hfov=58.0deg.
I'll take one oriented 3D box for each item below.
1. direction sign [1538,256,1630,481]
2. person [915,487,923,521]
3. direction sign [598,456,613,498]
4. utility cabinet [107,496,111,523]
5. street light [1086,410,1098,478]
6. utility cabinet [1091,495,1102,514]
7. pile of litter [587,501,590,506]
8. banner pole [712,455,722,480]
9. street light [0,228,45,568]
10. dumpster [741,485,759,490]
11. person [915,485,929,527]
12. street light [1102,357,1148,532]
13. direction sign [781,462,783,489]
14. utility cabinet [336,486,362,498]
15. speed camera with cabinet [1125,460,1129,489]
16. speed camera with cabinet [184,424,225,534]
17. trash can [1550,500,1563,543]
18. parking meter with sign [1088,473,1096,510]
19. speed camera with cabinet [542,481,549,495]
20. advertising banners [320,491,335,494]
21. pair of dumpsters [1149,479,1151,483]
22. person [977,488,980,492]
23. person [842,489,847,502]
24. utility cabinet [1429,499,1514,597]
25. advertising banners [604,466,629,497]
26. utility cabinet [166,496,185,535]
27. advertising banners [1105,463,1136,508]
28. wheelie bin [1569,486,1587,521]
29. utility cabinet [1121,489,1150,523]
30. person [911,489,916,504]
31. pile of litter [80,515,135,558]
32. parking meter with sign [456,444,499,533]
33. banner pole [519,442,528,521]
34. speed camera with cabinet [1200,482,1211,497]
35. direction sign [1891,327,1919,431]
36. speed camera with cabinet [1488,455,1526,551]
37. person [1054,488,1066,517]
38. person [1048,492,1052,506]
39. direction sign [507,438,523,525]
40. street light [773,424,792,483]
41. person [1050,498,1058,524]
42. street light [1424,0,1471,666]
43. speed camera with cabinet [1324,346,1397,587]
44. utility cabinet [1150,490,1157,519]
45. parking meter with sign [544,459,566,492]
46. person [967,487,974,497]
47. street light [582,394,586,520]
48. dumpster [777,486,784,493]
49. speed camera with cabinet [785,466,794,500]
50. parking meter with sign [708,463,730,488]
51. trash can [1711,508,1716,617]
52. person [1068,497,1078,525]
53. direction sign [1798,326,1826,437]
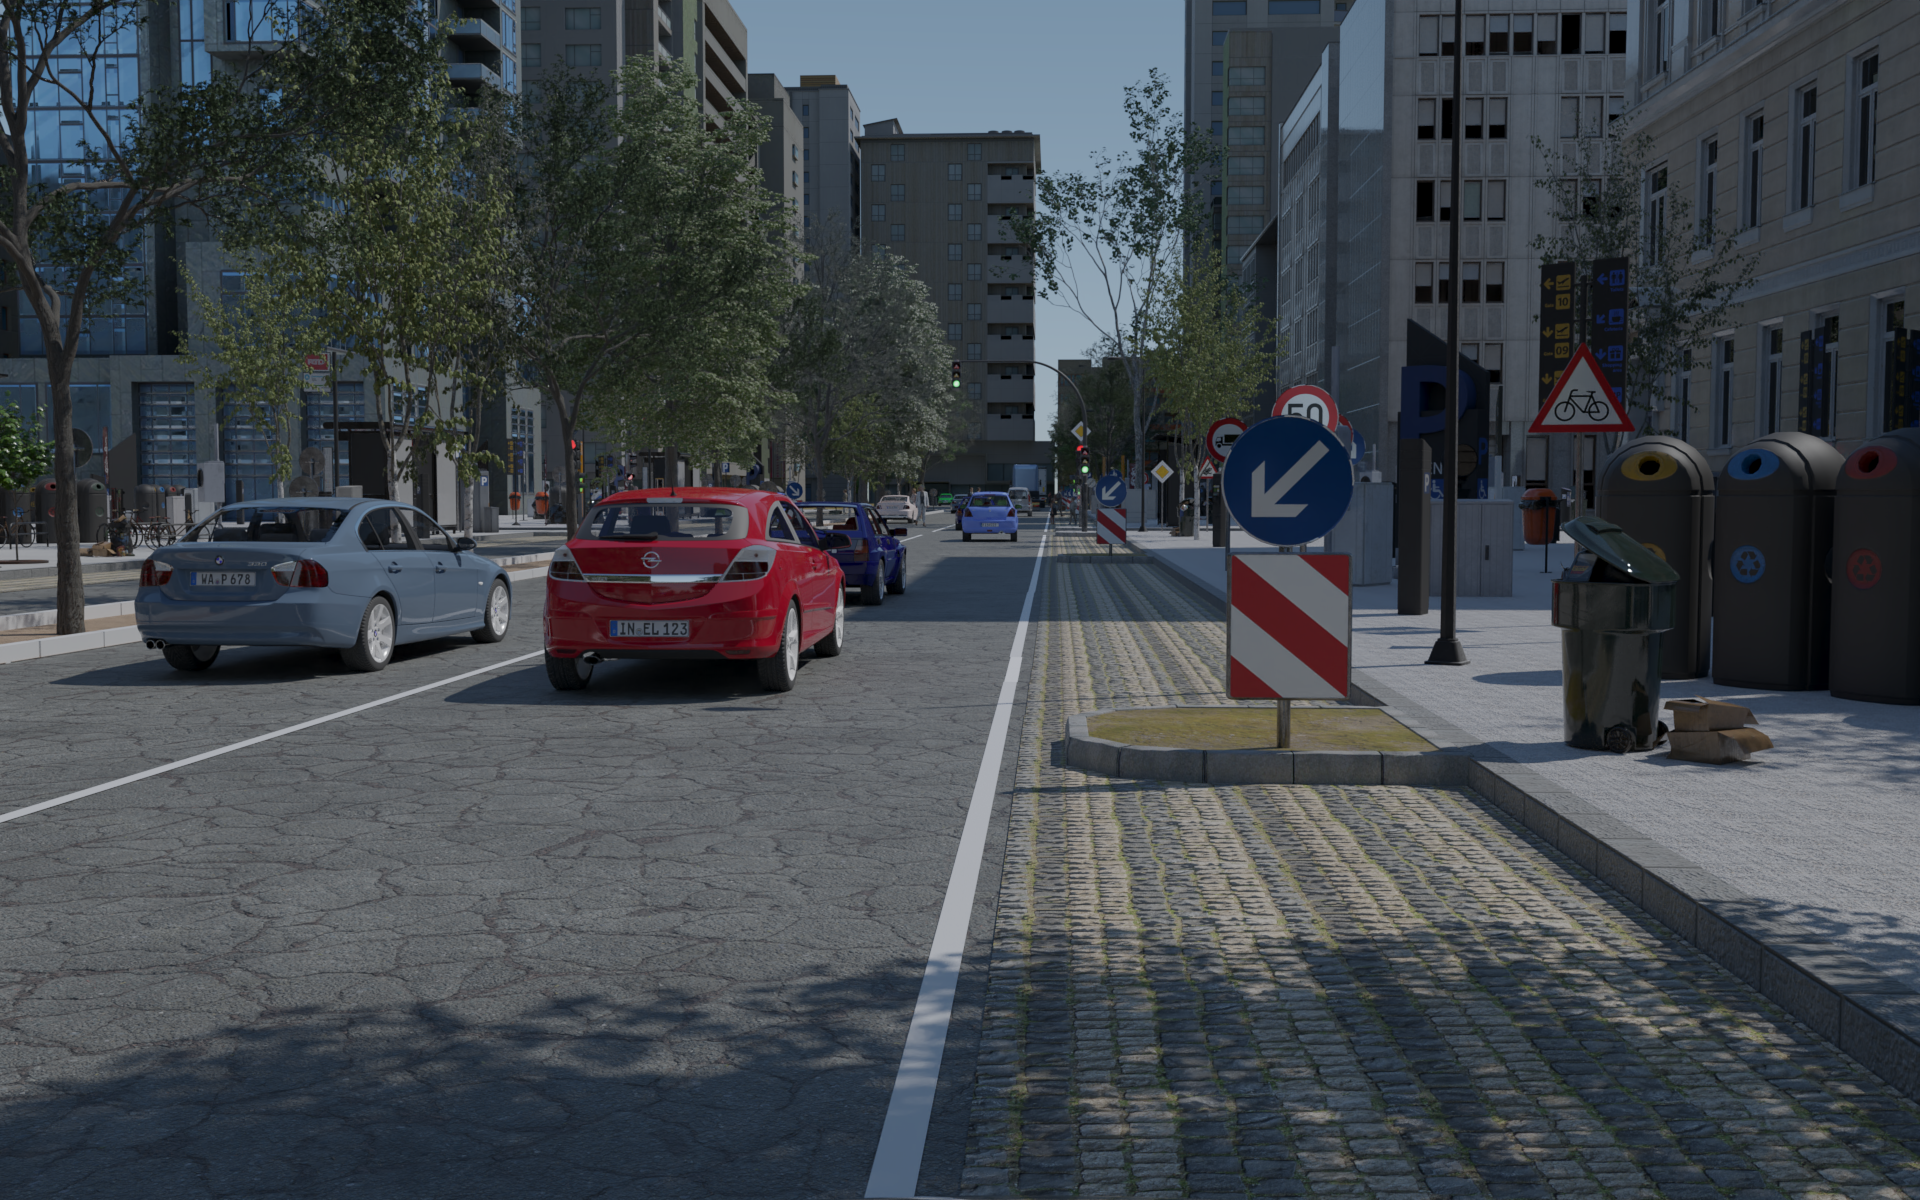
[{"bbox_3d":[6.058,-1.523,16.902,0.876,3.537,0.379,3,5,45],"label":"direction sign"},{"bbox_3d":[-2.143,-5.151,92.695,0.573,1.828,0.580,-1,4,-14],"label":"person"},{"bbox_3d":[-20.864,-6.731,102.041,0.876,3.537,0.379,-2,4,-30],"label":"direction sign"},{"bbox_3d":[-34.519,-3.574,69.595,0.306,1.237,1.020,3,4,37],"label":"utility cabinet"},{"bbox_3d":[7.616,-7.531,95.666,1.470,5.913,1.316,0,4,3],"label":"street light"},{"bbox_3d":[8.906,-6.177,112.149,0.306,1.237,1.020,-2,4,-32],"label":"utility cabinet"},{"bbox_3d":[-23.296,-5.899,110.414,1.176,0.858,1.719,1,4,18],"label":"pile of litter"},{"bbox_3d":[-15.677,-7.474,112.216,0.863,3.779,0.401,-2,4,-26],"label":"banner pole"},{"bbox_3d":[-16.340,-3.510,29.926,1.470,5.913,1.316,0,4,3],"label":"street light"},{"bbox_3d":[-13.169,-6.324,109.160,1.264,1.857,1.865,0,4,3],"label":"dumpster"},{"bbox_3d":[-1.703,-4.151,76.248,0.514,1.842,0.818,-2,4,-27],"label":"person"},{"bbox_3d":[5.663,-5.265,58.625,1.470,5.913,1.316,0,4,3],"label":"street light"},{"bbox_3d":[-12.558,-7.967,122.254,0.379,3.537,0.876,0,4,-2],"label":"direction sign"},{"bbox_3d":[-16.345,-2.303,46.334,0.318,1.500,1.173,-3,4,-39],"label":"utility cabinet"},{"bbox_3d":[10.323,-6.428,99.429,2.038,3.252,0.660,3,4,38],"label":"speed camera with cabinet"},{"bbox_3d":[-21.449,-3.350,49.113,0.660,3.252,2.038,-3,4,-38],"label":"speed camera with cabinet"},{"bbox_3d":[15.341,-2.051,45.188,0.748,1.137,0.748,0,3,0],"label":"trash can"},{"bbox_3d":[10.694,-8.763,139.541,0.543,3.016,1.738,-1,4,-23],"label":"parking meter with sign"},{"bbox_3d":[-28.699,-7.536,117.549,0.660,3.252,2.038,1,4,23],"label":"speed camera with cabinet"},{"bbox_3d":[-25.176,-4.556,70.678,2.074,3.025,0.090,0,4,2],"label":"advertising banners"},{"bbox_3d":[11.691,-6.184,103.602,1.574,2.255,4.437,0,4,3],"label":"pair of dumpsters"},{"bbox_3d":[1.120,-6.031,107.063,0.822,1.834,0.622,-3,5,-41],"label":"person"},{"bbox_3d":[-8.020,-6.814,120.459,0.362,1.759,0.519,0,4,7],"label":"person"},{"bbox_3d":[6.386,-0.646,21.717,1.020,1.237,0.306,0,4,5],"label":"utility cabinet"},{"bbox_3d":[-21.209,-6.794,107.274,2.074,3.025,0.090,2,4,25],"label":"advertising banners"},{"bbox_3d":[-23.624,-2.542,52.723,0.306,1.237,1.020,2,4,27],"label":"utility cabinet"},{"bbox_3d":[9.059,-6.218,97.859,2.074,3.025,0.090,0,4,7],"label":"advertising banners"},{"bbox_3d":[23.536,-3.568,66.243,0.693,1.594,0.980,-1,4,-23],"label":"wheelie bin"},{"bbox_3d":[7.673,-4.137,76.320,1.173,1.500,0.318,-2,4,-29],"label":"utility cabinet"},{"bbox_3d":[-2.530,-5.383,97.183,0.598,1.740,0.731,-3,5,-41],"label":"person"},{"bbox_3d":[-17.593,-1.329,35.701,1.176,0.858,1.719,-1,4,-11],"label":"pile of litter"},{"bbox_3d":[-16.081,-3.755,57.656,1.738,3.016,0.543,2,4,32],"label":"parking meter with sign"},{"bbox_3d":[-21.013,-5.716,83.480,0.401,3.779,0.863,0,4,-2],"label":"banner pole"},{"bbox_3d":[18.856,-8.657,135.877,0.660,3.252,2.038,-2,4,-25],"label":"speed camera with cabinet"},{"bbox_3d":[13.003,-1.948,23.843,0.876,3.537,0.379,-3,5,-41],"label":"direction sign"},{"bbox_3d":[12.427,-2.799,40.102,0.660,3.252,2.038,0,4,-6],"label":"speed camera with cabinet"},{"bbox_3d":[6.273,-6.193,109.718,0.822,1.834,0.622,0,4,7],"label":"person"},{"bbox_3d":[10.540,-11.801,202.907,0.415,1.643,0.593,1,4,10],"label":"person"},{"bbox_3d":[-18.180,-4.822,70.829,0.379,3.537,0.876,2,4,30],"label":"direction sign"},{"bbox_3d":[-11.746,-8.647,113.926,1.470,5.913,1.316,0,4,3],"label":"street light"},{"bbox_3d":[4.412,-4.175,81.430,0.362,1.253,0.373,-3,5,-44],"label":"person"},{"bbox_3d":[3.146,-2.472,12.954,1.470,5.913,1.316,0,4,3],"label":"street light"},{"bbox_3d":[5.313,-1.811,23.952,0.660,3.252,2.038,3,4,38],"label":"speed camera with cabinet"},{"bbox_3d":[9.364,-4.824,87.545,1.173,1.500,0.318,1,4,23],"label":"utility cabinet"},{"bbox_3d":[-19.715,-5.478,85.819,1.738,3.016,0.543,-1,4,-13],"label":"parking meter with sign"},{"bbox_3d":[0.778,-6.224,110.043,0.659,1.850,0.755,-1,4,-16],"label":"person"},{"bbox_3d":[-14.257,-5.840,68.024,1.470,5.913,1.316,0,4,3],"label":"street light"},{"bbox_3d":[-12.716,-6.846,117.683,1.264,1.857,1.865,0,4,3],"label":"dumpster"},{"bbox_3d":[-11.764,-7.735,120.799,0.660,3.252,2.038,0,4,3],"label":"speed camera with cabinet"},{"bbox_3d":[-13.562,-6.084,95.728,0.543,3.016,1.738,3,5,42],"label":"parking meter with sign"},{"bbox_3d":[7.822,-0.408,18.321,0.748,1.137,0.748,0,3,0],"label":"trash can"},{"bbox_3d":[5.262,-4.140,80.460,0.475,1.303,0.640,2,4,32],"label":"person"},{"bbox_3d":[11.714,-1.950,23.881,0.379,3.537,0.876,0,4,7],"label":"direction sign"}]
